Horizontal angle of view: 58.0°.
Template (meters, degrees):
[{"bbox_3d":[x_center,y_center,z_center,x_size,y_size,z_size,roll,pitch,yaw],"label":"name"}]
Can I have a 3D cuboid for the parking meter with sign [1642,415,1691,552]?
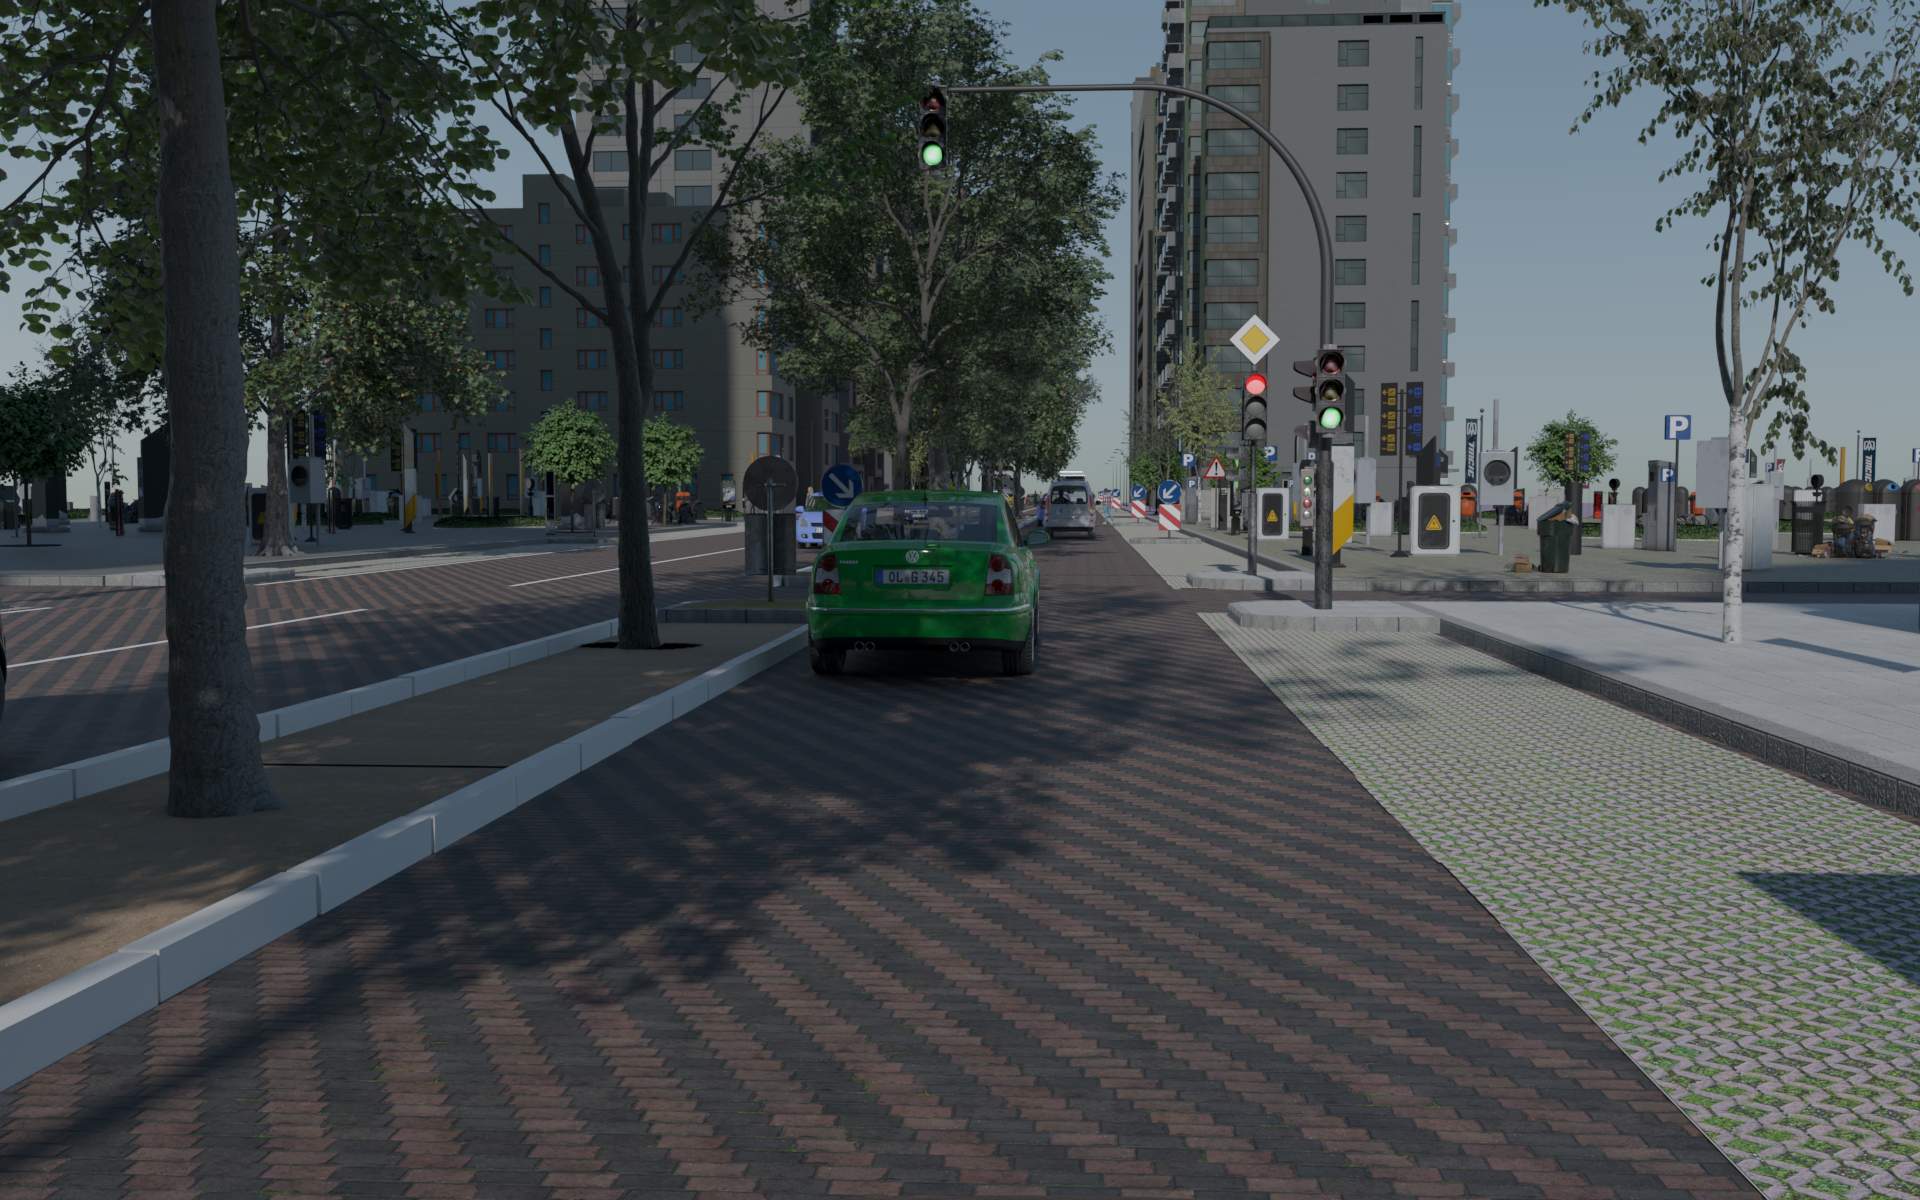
[{"bbox_3d":[15.835,-2.615,39.013,0.543,3.016,1.738,0,4,3],"label":"parking meter with sign"}]

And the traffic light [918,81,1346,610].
[{"bbox_3d":[1.935,-2.726,19.238,4.771,5.953,1.251,0,4,4],"label":"traffic light"}]

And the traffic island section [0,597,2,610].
[{"bbox_3d":[-12.882,0.107,20.537,2.009,0.180,2.903,0,4,4],"label":"traffic island section"}]

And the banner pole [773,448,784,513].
[{"bbox_3d":[-9.772,-6.352,93.874,0.863,3.779,0.401,2,4,26],"label":"banner pole"}]

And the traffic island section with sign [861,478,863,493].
[{"bbox_3d":[-1.776,-1.179,27.419,2.006,1.907,1.989,0,4,4],"label":"traffic island section with sign"}]

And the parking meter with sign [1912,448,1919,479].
[{"bbox_3d":[36.597,-4.203,64.986,0.543,3.016,1.738,-1,4,-15],"label":"parking meter with sign"}]

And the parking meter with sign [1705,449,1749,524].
[{"bbox_3d":[29.422,-4.298,66.527,1.738,3.016,0.543,-2,4,-24],"label":"parking meter with sign"}]

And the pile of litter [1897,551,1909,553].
[{"bbox_3d":[20.023,-1.482,38.192,1.719,0.858,1.176,2,4,33],"label":"pile of litter"}]

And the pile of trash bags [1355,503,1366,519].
[{"bbox_3d":[19.699,-4.551,84.160,1.912,1.369,3.447,0,4,-5],"label":"pile of trash bags"}]

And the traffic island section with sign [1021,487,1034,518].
[{"bbox_3d":[3.490,-5.764,102.373,2.006,1.907,1.989,0,4,4],"label":"traffic island section with sign"}]

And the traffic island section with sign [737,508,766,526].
[{"bbox_3d":[-8.858,-4.229,77.780,1.989,1.847,2.006,0,4,4],"label":"traffic island section with sign"}]

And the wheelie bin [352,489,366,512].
[{"bbox_3d":[-34.923,-5.651,100.298,0.693,1.594,0.980,3,4,39],"label":"wheelie bin"}]

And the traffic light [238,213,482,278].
[{"bbox_3d":[-10.189,-3.277,28.254,4.771,5.953,1.251,0,4,4],"label":"traffic light"}]

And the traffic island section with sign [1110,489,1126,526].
[{"bbox_3d":[7.783,-4.175,76.887,1.989,1.847,2.006,0,4,4],"label":"traffic island section with sign"}]

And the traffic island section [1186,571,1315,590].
[{"bbox_3d":[4.628,-0.308,27.310,2.009,0.180,2.903,0,4,4],"label":"traffic island section"}]

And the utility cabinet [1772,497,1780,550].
[{"bbox_3d":[18.731,-1.773,40.147,0.306,1.237,1.020,3,4,36],"label":"utility cabinet"}]

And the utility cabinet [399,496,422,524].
[{"bbox_3d":[-23.582,-3.865,74.359,0.306,1.237,1.020,2,4,31],"label":"utility cabinet"}]

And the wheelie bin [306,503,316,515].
[{"bbox_3d":[-29.045,-4.251,77.414,0.980,1.594,0.693,-1,4,-22],"label":"wheelie bin"}]

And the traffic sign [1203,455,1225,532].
[{"bbox_3d":[8.597,-3.556,58.138,0.884,2.594,0.081,0,4,7],"label":"traffic sign"}]

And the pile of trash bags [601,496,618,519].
[{"bbox_3d":[-17.405,-4.923,90.248,1.912,1.369,3.447,2,4,27],"label":"pile of trash bags"}]

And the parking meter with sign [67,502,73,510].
[{"bbox_3d":[-50.602,-6.163,97.031,1.738,3.016,0.543,0,4,6],"label":"parking meter with sign"}]

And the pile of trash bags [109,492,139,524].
[{"bbox_3d":[-36.227,-4.054,76.034,1.912,1.369,3.447,0,4,4],"label":"pile of trash bags"}]

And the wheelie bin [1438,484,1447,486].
[{"bbox_3d":[15.334,-2.882,55.025,0.693,1.594,0.980,3,4,38],"label":"wheelie bin"}]

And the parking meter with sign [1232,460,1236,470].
[{"bbox_3d":[11.516,-4.359,67.531,1.738,3.016,0.543,1,4,16],"label":"parking meter with sign"}]

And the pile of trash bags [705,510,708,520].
[{"bbox_3d":[-13.668,-4.705,86.676,1.912,1.369,3.447,-1,4,-12],"label":"pile of trash bags"}]

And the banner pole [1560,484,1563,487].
[{"bbox_3d":[25.097,-4.981,71.454,0.401,3.779,0.863,-2,4,-32],"label":"banner pole"}]

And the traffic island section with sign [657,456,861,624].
[{"bbox_3d":[-2.305,-0.727,20.030,2.006,1.907,1.989,0,4,4],"label":"traffic island section with sign"}]

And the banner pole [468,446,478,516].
[{"bbox_3d":[-25.578,-6.175,90.985,0.401,3.779,0.863,2,4,35],"label":"banner pole"}]

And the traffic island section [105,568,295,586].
[{"bbox_3d":[-12.322,-0.381,28.503,2.009,0.180,2.903,0,4,4],"label":"traffic island section"}]

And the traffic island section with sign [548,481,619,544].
[{"bbox_3d":[-10.773,-2.565,50.570,1.989,1.847,2.006,0,4,4],"label":"traffic island section with sign"}]

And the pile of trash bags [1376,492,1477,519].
[{"bbox_3d":[17.779,-3.402,65.381,3.447,1.369,1.912,2,4,34],"label":"pile of trash bags"}]

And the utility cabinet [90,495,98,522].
[{"bbox_3d":[-40.708,-4.297,81.425,0.306,1.237,1.020,-2,4,-24],"label":"utility cabinet"}]

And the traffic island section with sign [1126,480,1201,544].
[{"bbox_3d":[5.906,-2.530,49.997,1.989,1.847,2.006,0,4,4],"label":"traffic island section with sign"}]

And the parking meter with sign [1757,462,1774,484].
[{"bbox_3d":[43.939,-6.071,95.518,1.738,3.016,0.543,-1,4,-17],"label":"parking meter with sign"}]

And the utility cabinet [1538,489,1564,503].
[{"bbox_3d":[25.844,-4.093,75.598,0.318,1.500,1.173,-3,5,-44],"label":"utility cabinet"}]

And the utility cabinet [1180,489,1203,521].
[{"bbox_3d":[11.007,-4.546,83.003,0.318,1.500,1.173,-2,4,-33],"label":"utility cabinet"}]

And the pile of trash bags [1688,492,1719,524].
[{"bbox_3d":[28.574,-3.331,64.214,1.912,1.369,3.447,-2,4,-34],"label":"pile of trash bags"}]

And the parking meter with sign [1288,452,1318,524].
[{"bbox_3d":[13.790,-4.564,70.890,1.738,3.016,0.543,-2,4,-31],"label":"parking meter with sign"}]

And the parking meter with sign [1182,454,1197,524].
[{"bbox_3d":[9.820,-4.747,73.871,0.543,3.016,1.738,0,4,0],"label":"parking meter with sign"}]

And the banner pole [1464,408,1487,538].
[{"bbox_3d":[15.036,-3.703,50.564,0.863,3.779,0.401,-2,4,-28],"label":"banner pole"}]

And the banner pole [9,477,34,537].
[{"bbox_3d":[-27.914,-3.762,51.534,0.401,3.779,0.863,2,4,24],"label":"banner pole"}]

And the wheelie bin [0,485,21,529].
[{"bbox_3d":[-34.878,-3.387,63.287,0.693,1.594,0.980,2,4,26],"label":"wheelie bin"}]

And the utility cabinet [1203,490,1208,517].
[{"bbox_3d":[13.572,-5.351,96.160,1.173,1.500,0.318,3,5,44],"label":"utility cabinet"}]

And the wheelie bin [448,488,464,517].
[{"bbox_3d":[-25.683,-4.920,88.350,0.693,1.594,0.980,-2,4,-30],"label":"wheelie bin"}]

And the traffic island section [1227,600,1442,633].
[{"bbox_3d":[4.067,0.180,19.344,2.009,0.180,2.903,0,4,4],"label":"traffic island section"}]

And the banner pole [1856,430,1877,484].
[{"bbox_3d":[35.220,-4.738,67.491,0.863,3.779,0.401,1,4,21],"label":"banner pole"}]

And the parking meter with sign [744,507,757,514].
[{"bbox_3d":[-11.642,-6.335,99.839,1.738,3.016,0.543,1,4,18],"label":"parking meter with sign"}]

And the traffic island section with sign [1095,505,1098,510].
[{"bbox_3d":[13.223,-8.893,154.032,1.989,1.847,2.006,0,4,4],"label":"traffic island section with sign"}]

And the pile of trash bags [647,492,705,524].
[{"bbox_3d":[-12.499,-4.066,76.239,1.912,1.369,3.447,0,4,-2],"label":"pile of trash bags"}]

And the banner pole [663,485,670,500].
[{"bbox_3d":[-15.072,-6.060,89.100,0.401,3.779,0.863,1,4,20],"label":"banner pole"}]

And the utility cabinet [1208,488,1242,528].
[{"bbox_3d":[9.997,-3.440,64.925,1.173,1.500,0.318,3,4,38],"label":"utility cabinet"}]

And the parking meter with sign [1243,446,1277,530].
[{"bbox_3d":[10.684,-4.010,61.831,0.543,3.016,1.738,3,4,36],"label":"parking meter with sign"}]

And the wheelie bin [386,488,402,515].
[{"bbox_3d":[-29.623,-5.067,90.746,0.980,1.594,0.693,2,4,31],"label":"wheelie bin"}]

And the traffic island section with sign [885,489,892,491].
[{"bbox_3d":[-5.304,-7.312,128.185,1.989,1.847,2.006,0,4,4],"label":"traffic island section with sign"}]

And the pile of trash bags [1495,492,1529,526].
[{"bbox_3d":[23.042,-3.769,71.383,1.912,1.369,3.447,1,4,13],"label":"pile of trash bags"}]

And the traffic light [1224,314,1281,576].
[{"bbox_3d":[4.588,-2.341,27.199,0.839,4.253,0.868,0,4,4],"label":"traffic light"}]

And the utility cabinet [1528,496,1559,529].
[{"bbox_3d":[21.398,-3.201,63.506,1.020,1.237,0.306,2,4,30],"label":"utility cabinet"}]

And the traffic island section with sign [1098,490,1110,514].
[{"bbox_3d":[11.285,-7.207,126.461,1.989,1.847,2.006,0,4,4],"label":"traffic island section with sign"}]

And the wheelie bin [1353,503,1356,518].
[{"bbox_3d":[18.080,-4.467,80.939,0.980,1.594,0.693,-1,4,-12],"label":"wheelie bin"}]
